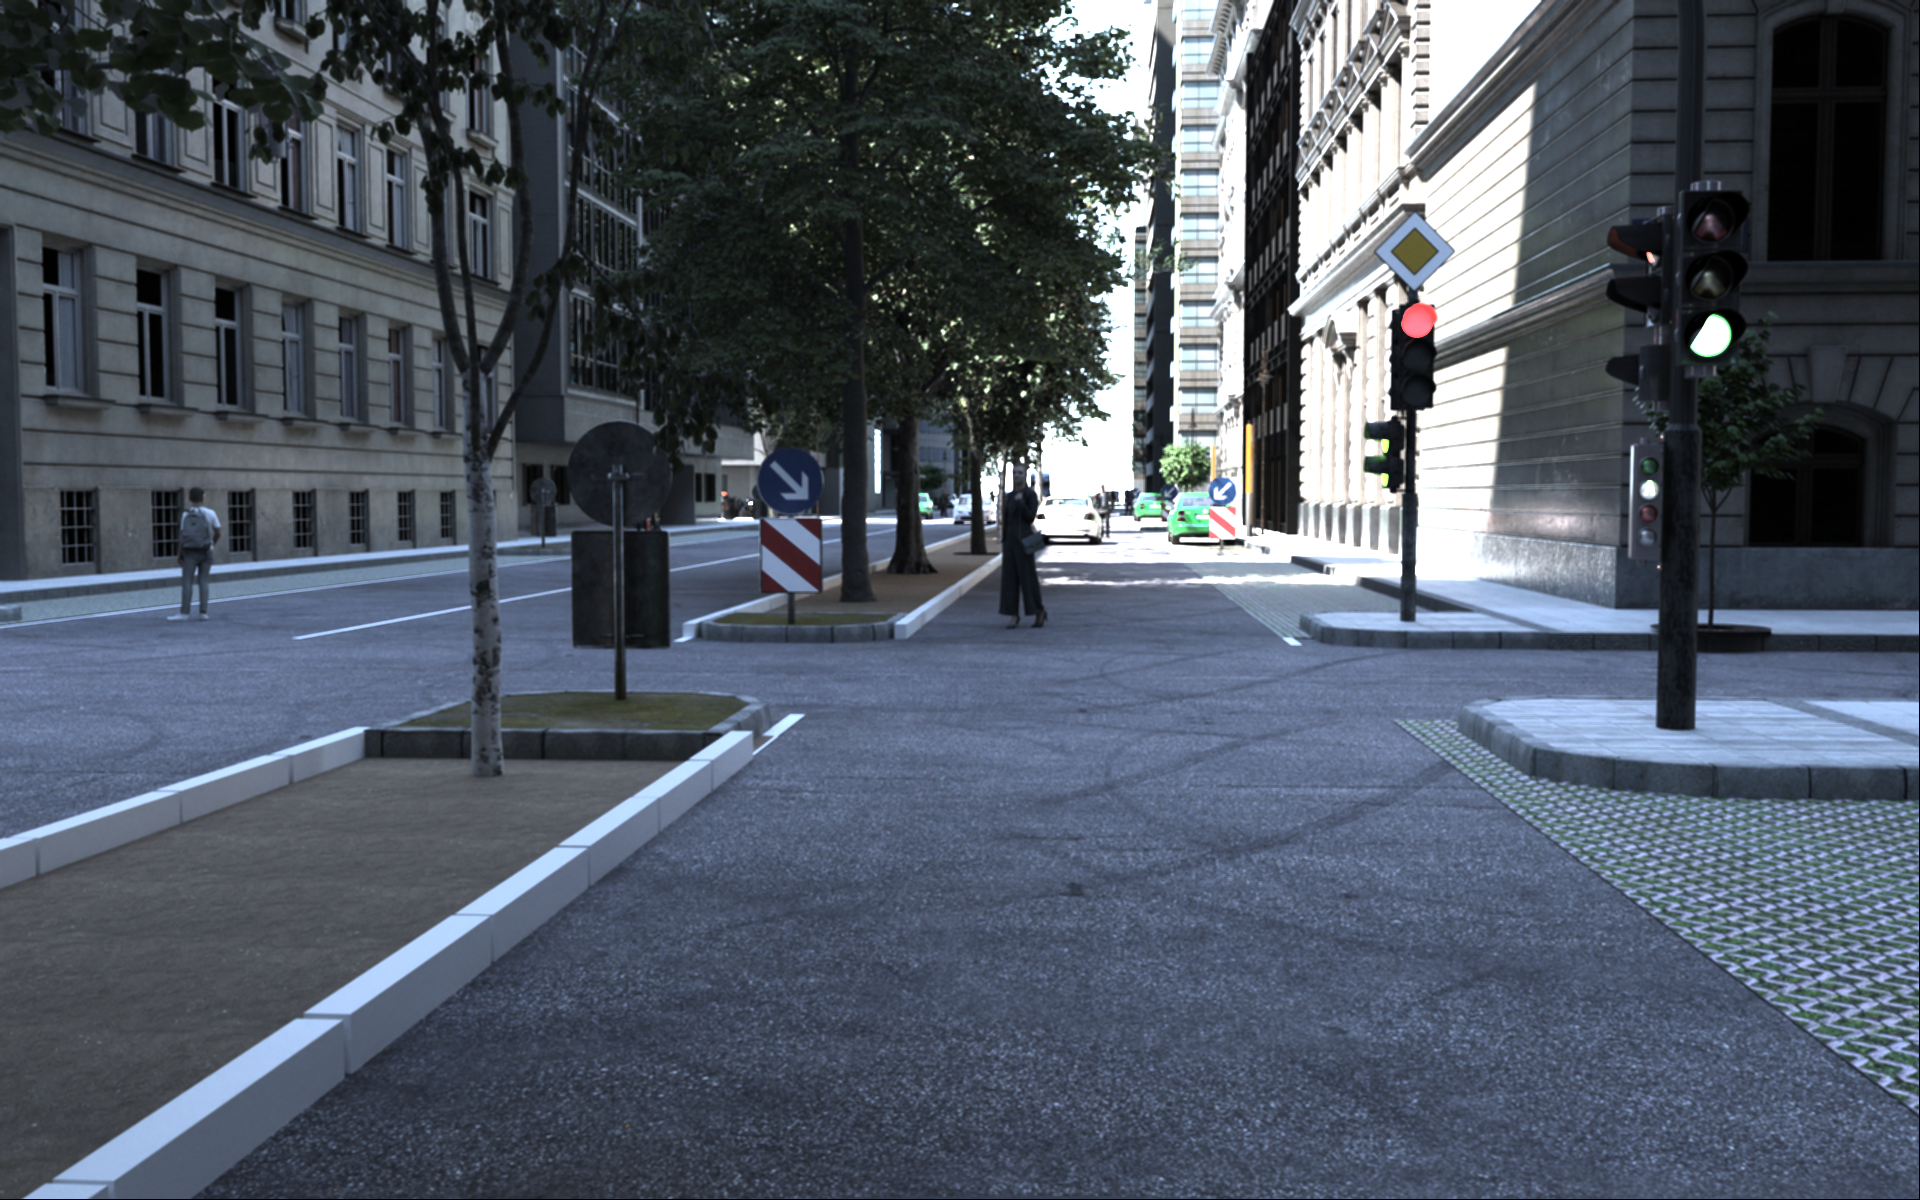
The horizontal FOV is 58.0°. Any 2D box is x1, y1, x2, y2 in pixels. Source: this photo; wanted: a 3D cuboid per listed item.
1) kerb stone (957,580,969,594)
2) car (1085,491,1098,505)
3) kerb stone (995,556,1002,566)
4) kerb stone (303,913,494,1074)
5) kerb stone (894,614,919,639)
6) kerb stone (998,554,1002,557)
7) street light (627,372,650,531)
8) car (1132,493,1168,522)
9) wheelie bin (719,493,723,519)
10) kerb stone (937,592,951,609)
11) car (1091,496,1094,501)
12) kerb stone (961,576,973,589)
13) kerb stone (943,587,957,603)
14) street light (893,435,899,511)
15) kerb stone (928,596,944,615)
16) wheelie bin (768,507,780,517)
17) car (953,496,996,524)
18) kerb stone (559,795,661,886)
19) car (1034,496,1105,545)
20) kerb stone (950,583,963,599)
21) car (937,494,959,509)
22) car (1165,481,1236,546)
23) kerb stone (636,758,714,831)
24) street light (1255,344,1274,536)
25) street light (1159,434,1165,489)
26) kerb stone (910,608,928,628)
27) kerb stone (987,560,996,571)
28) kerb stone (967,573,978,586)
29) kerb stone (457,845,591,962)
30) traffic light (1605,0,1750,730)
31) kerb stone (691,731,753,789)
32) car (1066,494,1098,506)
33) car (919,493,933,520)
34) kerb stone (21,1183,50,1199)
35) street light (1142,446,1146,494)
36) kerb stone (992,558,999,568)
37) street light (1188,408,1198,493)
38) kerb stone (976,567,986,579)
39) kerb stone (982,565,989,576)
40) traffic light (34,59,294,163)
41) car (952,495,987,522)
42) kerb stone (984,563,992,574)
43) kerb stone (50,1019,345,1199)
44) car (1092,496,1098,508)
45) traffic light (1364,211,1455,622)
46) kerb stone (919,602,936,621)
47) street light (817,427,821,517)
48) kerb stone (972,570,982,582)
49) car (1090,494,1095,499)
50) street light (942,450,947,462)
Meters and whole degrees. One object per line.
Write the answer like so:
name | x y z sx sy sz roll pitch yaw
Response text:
kerb stone | -0.007 -0.156 24.752 0.120 0.150 1.000 0 4 4
car | 17.677 -13.754 233.548 2.281 1.827 5.304 0 4 4
kerb stone | 0.679 -0.716 33.945 0.120 0.150 1.000 0 4 4
kerb stone | -1.525 1.065 4.776 0.120 0.150 1.000 0 4 4
kerb stone | -0.553 0.282 17.610 0.120 0.150 1.000 0 4 4
kerb stone | 0.762 -0.778 34.964 0.120 0.150 1.000 0 4 4
street light | -10.697 -5.182 57.506 0.468 5.910 1.993 0 4 4
car | 9.849 -4.893 88.788 1.959 1.807 4.718 0 4 3
wheelie bin | -12.594 -4.970 89.175 0.980 1.594 0.693 1 4 10
kerb stone | -0.247 0.031 21.692 0.120 0.150 1.000 0 4 4
car | 7.138 -5.522 102.280 2.014 1.417 4.499 0 4 6
kerb stone | 0.061 -0.219 25.772 0.120 0.150 1.000 0 4 4
kerb stone | -0.169 -0.032 22.711 0.120 0.150 1.000 0 4 4
street light | -4.923 -9.847 133.778 0.468 5.910 1.993 0 4 4
kerb stone | -0.325 0.093 20.672 0.120 0.150 1.000 0 4 4
wheelie bin | -9.967 -5.102 91.324 0.693 1.594 0.980 2 4 34
car | 0.740 -4.348 83.448 2.083 1.381 4.827 0 4 5
kerb stone | -1.371 0.940 6.822 0.120 0.150 1.000 0 4 4
car | 3.153 -2.314 50.193 2.083 1.381 4.827 0 4 6
kerb stone | -0.095 -0.094 23.734 0.120 0.150 1.000 0 4 4
car | -1.056 -8.939 155.940 2.009 1.686 4.222 0 4 4
car | 6.851 -2.481 49.366 1.959 1.807 4.718 0 4 4
kerb stone | -1.294 0.881 7.847 0.120 0.150 1.000 0 4 4
street light | 9.369 -4.934 53.452 0.468 5.910 1.993 0 4 4
street light | 15.097 -9.596 129.686 0.468 5.910 1.993 0 4 4
kerb stone | -0.479 0.218 18.629 0.120 0.150 1.000 0 4 4
kerb stone | 0.528 -0.594 31.900 0.120 0.150 1.000 0 4 4
kerb stone | 0.139 -0.281 26.791 0.120 0.150 1.000 0 4 4
kerb stone | -1.449 1.006 5.800 0.120 0.150 1.000 0 4 4
traffic light | 1.811 -2.126 9.433 4.771 5.953 1.251 0 4 4
kerb stone | -1.216 0.815 8.869 0.120 0.150 1.000 0 4 4
car | 5.995 -4.635 87.579 2.131 1.459 4.920 0 4 5
car | -2.471 -5.394 96.980 1.959 1.807 4.718 0 4 2
kerb stone | -1.678 1.191 2.724 0.120 0.150 1.000 0 4 4
street light | 17.858 -11.922 167.706 0.468 5.910 1.993 0 4 4
kerb stone | 0.607 -0.655 32.926 0.120 0.150 1.000 0 4 4
street light | 12.277 -7.258 91.461 0.468 5.910 1.993 0 4 4
kerb stone | 0.295 -0.404 28.838 0.120 0.150 1.000 0 4 4
kerb stone | 0.371 -0.469 29.857 0.120 0.150 1.000 0 4 4
traffic light | -9.518 -2.678 18.455 4.771 5.953 1.251 0 4 4
car | 0.626 -4.811 90.656 2.014 1.417 4.499 0 4 2
kerb stone | 0.445 -0.518 30.877 0.120 0.150 1.000 0 4 4
kerb stone | -1.605 1.132 3.748 0.120 0.150 1.000 0 4 4
car | 7.758 -5.870 108.550 1.945 1.354 3.894 0 4 6
traffic light | 4.506 -1.741 17.379 0.839 4.253 0.868 0 4 4
kerb stone | -0.403 0.156 19.648 0.120 0.150 1.000 0 4 4
street light | -7.824 -7.494 95.311 0.468 5.910 1.993 0 4 4
kerb stone | 0.216 -0.343 27.810 0.120 0.150 1.000 0 4 4
car | 15.646 -12.340 211.982 2.015 1.641 3.980 0 4 5
street light | -1.554 -12.565 178.220 0.468 5.910 1.993 0 4 4
